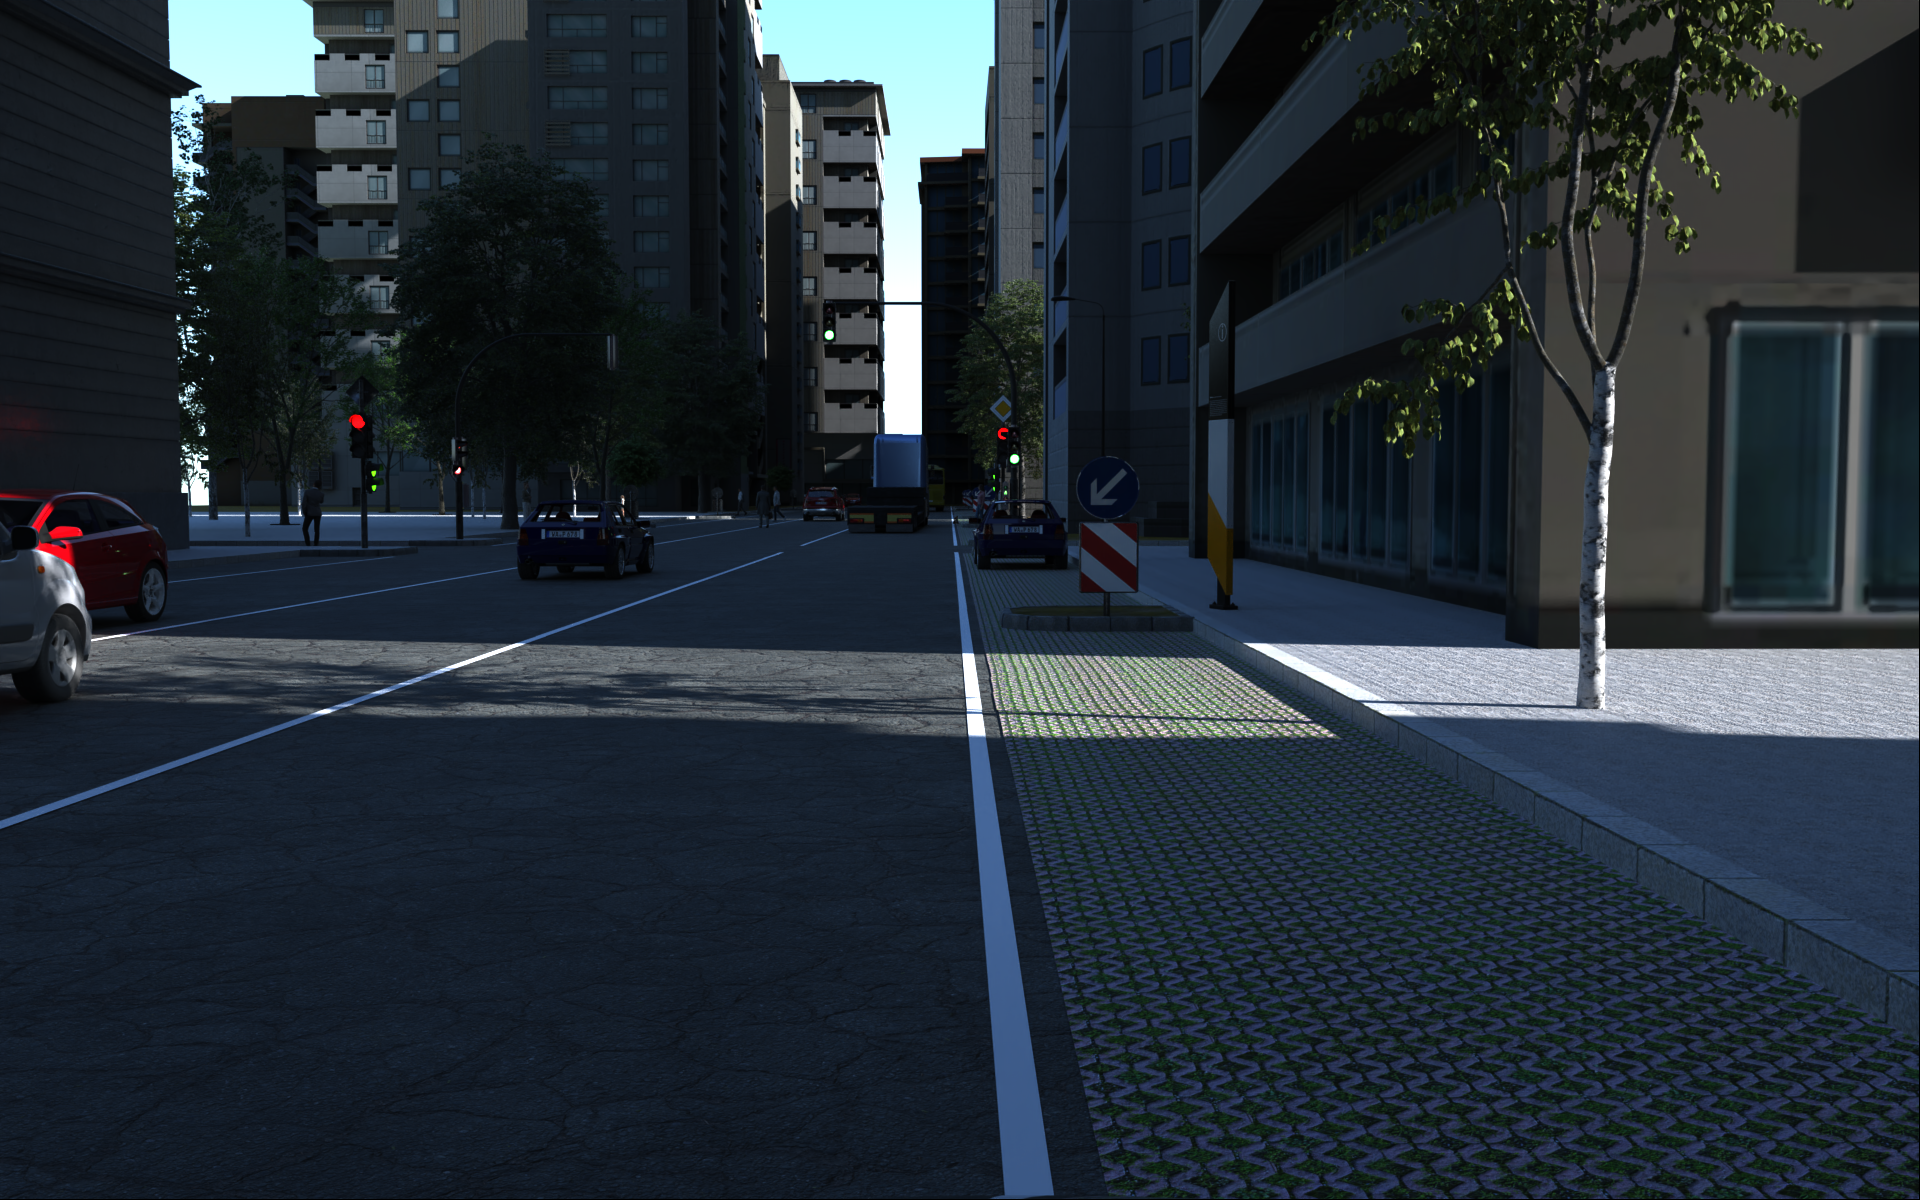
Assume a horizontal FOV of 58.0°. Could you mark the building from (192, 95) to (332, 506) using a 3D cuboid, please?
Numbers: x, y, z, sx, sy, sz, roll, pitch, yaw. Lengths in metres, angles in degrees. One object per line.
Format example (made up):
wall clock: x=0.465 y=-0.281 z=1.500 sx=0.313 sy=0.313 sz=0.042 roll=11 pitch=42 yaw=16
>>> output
building: x=-74.450 y=-33.127 z=191.742 sx=14.200 sy=45.320 sz=14.600 roll=0 pitch=4 yaw=0

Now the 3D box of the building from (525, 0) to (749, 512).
building: x=-23.896 y=-27.344 z=130.668 sx=14.154 sy=41.232 sz=14.086 roll=0 pitch=4 yaw=0

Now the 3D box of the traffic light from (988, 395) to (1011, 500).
traffic light: x=1.203 y=-3.679 z=49.076 sx=0.839 sy=4.253 sz=0.868 roll=0 pitch=4 yaw=0

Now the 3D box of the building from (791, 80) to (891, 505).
building: x=-20.851 y=-38.655 z=221.255 sx=27.495 sy=52.752 sz=28.713 roll=0 pitch=4 yaw=0

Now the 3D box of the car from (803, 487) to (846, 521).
car: x=-7.281 y=-5.149 z=92.852 sx=2.281 sy=1.827 sz=5.304 roll=0 pitch=4 yaw=-1

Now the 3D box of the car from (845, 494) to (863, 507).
car: x=-11.892 y=-11.248 z=192.941 sx=2.155 sy=1.783 sz=4.494 roll=0 pitch=4 yaw=-2

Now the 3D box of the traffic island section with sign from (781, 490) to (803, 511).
traffic island section with sign: x=-14.482 y=-8.699 z=150.861 sx=1.989 sy=1.847 sz=2.006 roll=0 pitch=4 yaw=0

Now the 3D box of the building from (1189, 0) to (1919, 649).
building: x=15.375 y=-24.447 z=23.403 sx=21.300 sy=48.544 sz=21.600 roll=0 pitch=4 yaw=0

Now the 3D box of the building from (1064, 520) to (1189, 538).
building: x=17.460 y=-31.611 z=58.837 sx=28.212 sy=58.520 sz=21.231 roll=0 pitch=4 yaw=0

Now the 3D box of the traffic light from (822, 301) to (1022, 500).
traffic light: x=-0.840 y=-4.053 z=40.937 sx=4.771 sy=5.953 sz=1.251 roll=0 pitch=4 yaw=0

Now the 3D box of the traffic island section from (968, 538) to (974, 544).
traffic island section: x=1.243 y=-1.646 z=49.190 sx=2.009 sy=0.180 sz=2.903 roll=0 pitch=4 yaw=0

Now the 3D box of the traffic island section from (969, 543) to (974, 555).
traffic island section: x=1.291 y=-1.157 z=41.205 sx=2.009 sy=0.180 sz=2.903 roll=0 pitch=4 yaw=0

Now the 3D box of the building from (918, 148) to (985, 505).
building: x=7.653 y=-34.454 z=217.946 sx=28.867 sy=44.769 sz=22.147 roll=0 pitch=4 yaw=0

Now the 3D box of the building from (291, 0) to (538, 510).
building: x=-53.029 y=-36.451 z=185.214 sx=27.495 sy=52.752 sz=28.713 roll=0 pitch=4 yaw=0

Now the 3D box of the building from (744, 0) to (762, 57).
building: x=-31.734 y=-34.393 z=151.562 sx=28.713 sy=52.752 sz=27.495 roll=0 pitch=4 yaw=0

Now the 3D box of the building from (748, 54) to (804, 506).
building: x=-28.502 y=-34.563 z=188.808 sx=21.600 sy=48.544 sz=21.300 roll=0 pitch=4 yaw=0

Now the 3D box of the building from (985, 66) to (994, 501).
building: x=13.560 y=-34.576 z=189.020 sx=21.300 sy=48.544 sz=21.600 roll=0 pitch=4 yaw=0

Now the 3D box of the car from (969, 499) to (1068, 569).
car: x=1.155 y=-1.315 z=34.085 sx=1.945 sy=1.354 sz=3.894 roll=0 pitch=4 yaw=-1

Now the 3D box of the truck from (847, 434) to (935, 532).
truck: x=-2.773 y=-5.044 z=72.224 sx=2.967 sy=4.110 sz=18.799 roll=0 pitch=4 yaw=1

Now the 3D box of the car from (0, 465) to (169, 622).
car: x=-9.947 y=-0.548 z=18.008 sx=2.155 sy=1.783 sz=4.494 roll=0 pitch=4 yaw=0

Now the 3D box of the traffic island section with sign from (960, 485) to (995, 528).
traffic island section with sign: x=1.105 y=-3.985 z=73.788 sx=1.989 sy=1.847 sz=2.006 roll=0 pitch=4 yaw=0

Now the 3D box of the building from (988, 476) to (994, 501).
building: x=18.923 y=-29.027 z=166.471 sx=32.217 sy=40.220 sz=23.993 roll=0 pitch=4 yaw=0

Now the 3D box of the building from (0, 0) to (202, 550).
building: x=-29.146 y=-15.050 z=33.460 sx=23.554 sy=28.519 sz=14.401 roll=0 pitch=4 yaw=0

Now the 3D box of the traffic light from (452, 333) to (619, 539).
traffic light: x=-12.067 y=-4.547 z=49.015 sx=4.771 sy=5.953 sz=1.251 roll=0 pitch=4 yaw=0

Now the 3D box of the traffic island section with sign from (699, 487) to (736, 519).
traffic island section with sign: x=-14.189 y=-5.674 z=101.399 sx=1.989 sy=1.847 sz=2.006 roll=0 pitch=4 yaw=0

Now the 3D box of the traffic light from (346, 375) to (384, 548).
traffic light: x=-14.110 y=-3.184 z=40.983 sx=0.839 sy=4.253 sz=0.868 roll=0 pitch=4 yaw=0

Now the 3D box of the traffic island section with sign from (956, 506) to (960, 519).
traffic island section with sign: x=0.933 y=-5.634 z=100.743 sx=1.989 sy=1.847 sz=2.006 roll=0 pitch=4 yaw=0

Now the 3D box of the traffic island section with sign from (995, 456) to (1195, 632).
traffic island section with sign: x=1.434 y=-0.625 z=18.851 sx=1.989 sy=1.847 sz=2.006 roll=0 pitch=4 yaw=0

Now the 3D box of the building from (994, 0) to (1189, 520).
building: x=12.660 y=-34.694 z=109.251 sx=21.231 sy=58.520 sz=28.212 roll=0 pitch=4 yaw=0

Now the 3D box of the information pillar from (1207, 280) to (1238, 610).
information pillar: x=2.916 y=-1.709 z=19.299 sx=0.183 sy=3.616 sz=0.504 roll=-1 pitch=4 yaw=-18

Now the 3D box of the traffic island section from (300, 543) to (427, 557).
traffic island section: x=-14.150 y=-1.152 z=41.117 sx=2.009 sy=0.180 sz=2.903 roll=0 pitch=4 yaw=0

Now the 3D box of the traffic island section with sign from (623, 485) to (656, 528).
traffic island section with sign: x=-14.024 y=-3.980 z=73.707 sx=1.989 sy=1.847 sz=2.006 roll=0 pitch=4 yaw=0

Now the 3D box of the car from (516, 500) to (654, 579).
car: x=-6.510 y=-1.092 z=30.432 sx=1.945 sy=1.354 sz=3.894 roll=0 pitch=4 yaw=1
